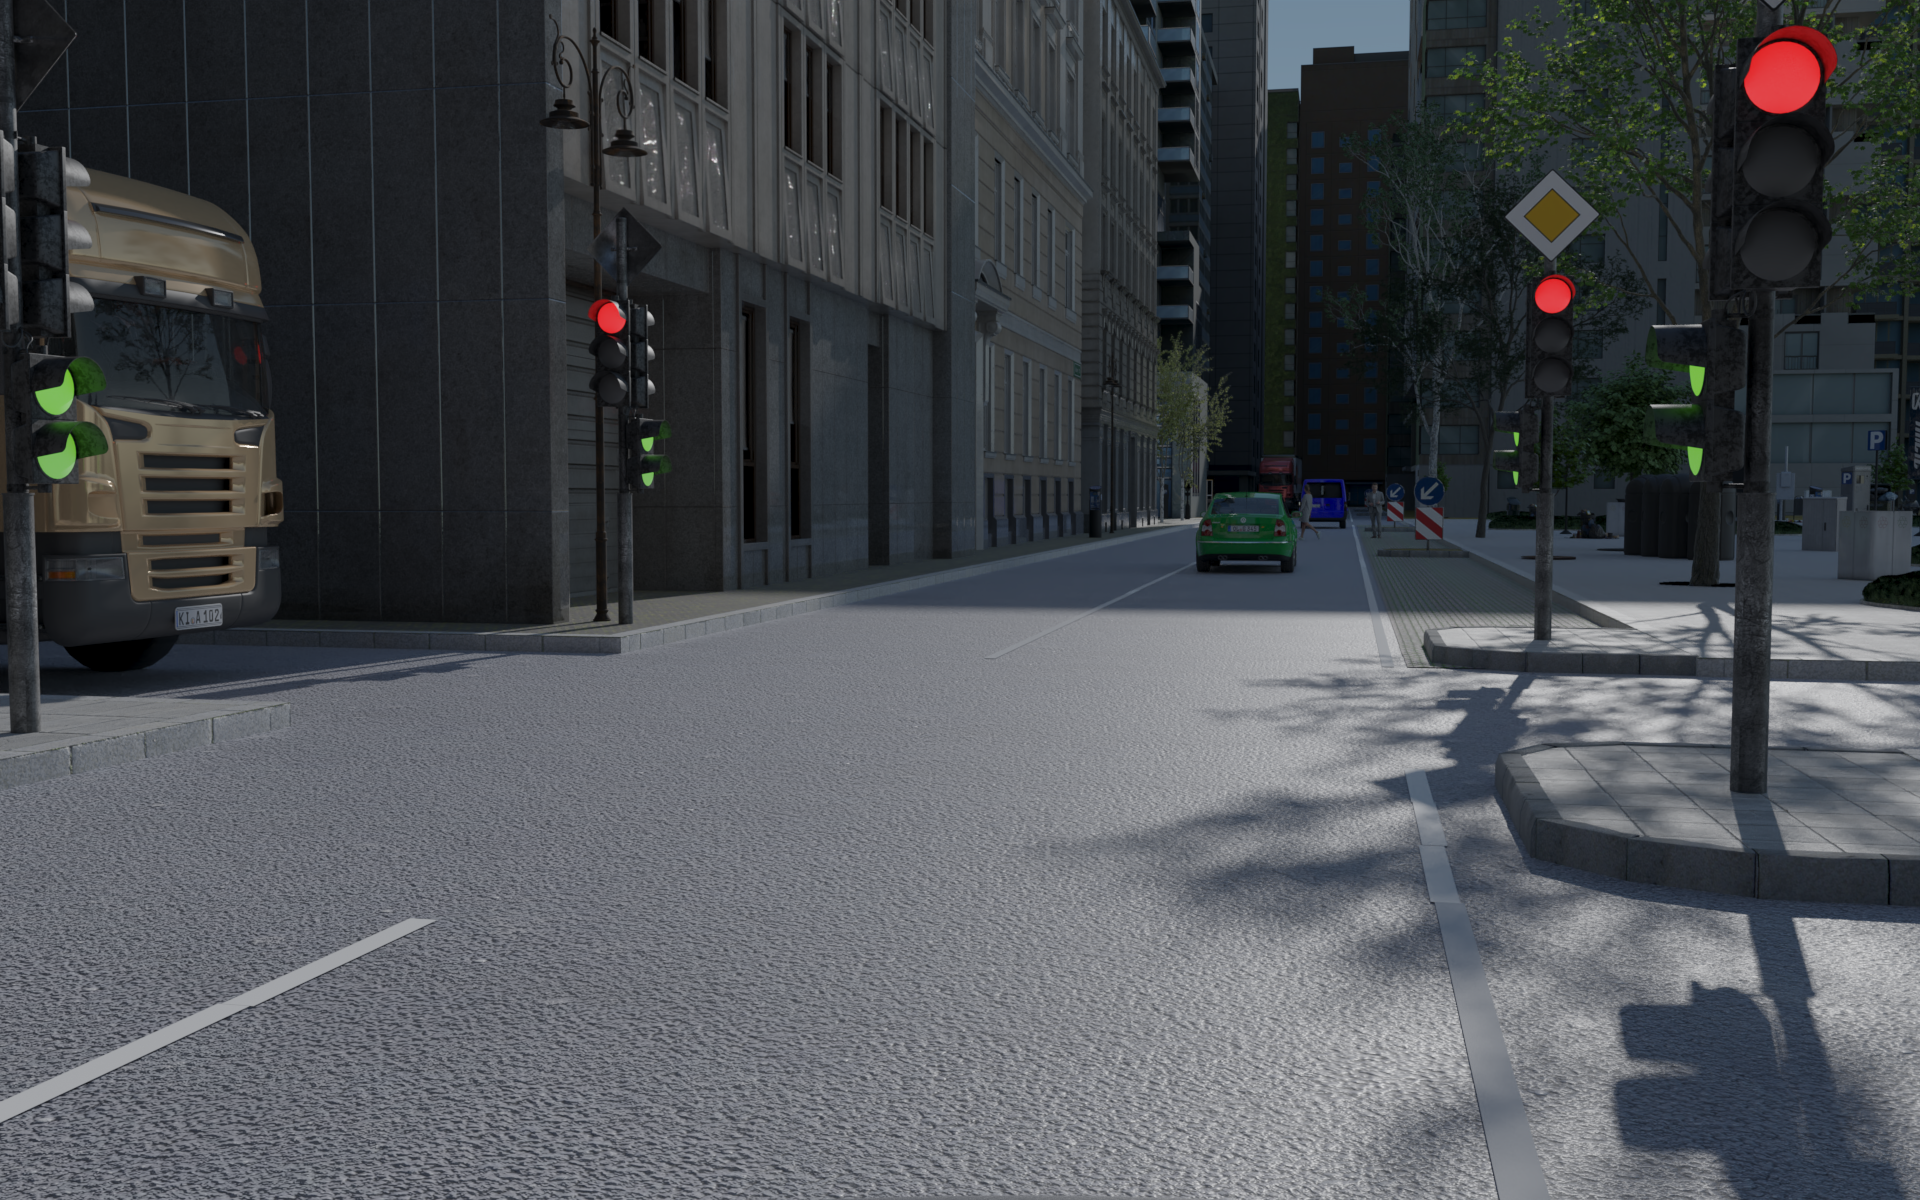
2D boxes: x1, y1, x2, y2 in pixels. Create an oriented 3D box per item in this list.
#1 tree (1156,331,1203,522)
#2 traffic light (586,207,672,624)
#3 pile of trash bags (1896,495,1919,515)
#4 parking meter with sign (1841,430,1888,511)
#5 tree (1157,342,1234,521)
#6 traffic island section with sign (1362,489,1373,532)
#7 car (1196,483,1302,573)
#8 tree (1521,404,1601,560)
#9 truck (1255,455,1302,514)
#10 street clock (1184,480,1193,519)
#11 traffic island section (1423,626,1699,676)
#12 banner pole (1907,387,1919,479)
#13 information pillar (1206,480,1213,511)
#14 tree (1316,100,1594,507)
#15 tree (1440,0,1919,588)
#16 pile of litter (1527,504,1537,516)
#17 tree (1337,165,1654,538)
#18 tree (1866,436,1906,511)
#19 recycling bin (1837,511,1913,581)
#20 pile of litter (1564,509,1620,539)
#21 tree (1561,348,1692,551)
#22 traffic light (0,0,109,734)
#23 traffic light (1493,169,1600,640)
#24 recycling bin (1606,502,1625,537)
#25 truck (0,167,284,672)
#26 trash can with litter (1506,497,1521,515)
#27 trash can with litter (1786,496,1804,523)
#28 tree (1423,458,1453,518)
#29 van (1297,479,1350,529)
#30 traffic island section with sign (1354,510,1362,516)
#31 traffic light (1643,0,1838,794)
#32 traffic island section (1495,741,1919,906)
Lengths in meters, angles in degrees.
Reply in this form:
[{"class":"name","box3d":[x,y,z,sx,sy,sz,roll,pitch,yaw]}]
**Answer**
[{"class":"tree","box3d":[8.969,-7.821,78.240,4.737,8.622,4.395,0,3,0]},{"class":"traffic light","box3d":[-3.289,-1.718,17.011,0.839,4.253,0.868,1,4,12]},{"class":"pile of trash bags","box3d":[41.937,-4.115,77.033,3.447,1.369,1.912,2,4,26]},{"class":"parking meter with sign","box3d":[24.312,-3.108,47.076,1.738,3.016,0.543,-1,4,-23]},{"class":"tree","box3d":[11.008,-8.151,83.636,4.360,8.622,3.978,0,3,0]},{"class":"traffic island section with sign","box3d":[16.477,-3.515,66.098,1.989,1.847,2.006,1,4,12]},{"class":"car","box3d":[5.520,-1.484,33.057,1.959,1.807,4.718,1,4,12]},{"class":"tree","box3d":[11.476,-2.410,33.999,1.663,3.219,1.824,0,3,0]},{"class":"truck","box3d":[23.233,-8.362,125.639,2.839,4.237,11.283,1,4,14]},{"class":"street clock","box3d":[11.510,-5.077,87.587,0.471,2.002,0.358,-2,4,-34]},{"class":"traffic island section","box3d":[5.158,0.429,15.270,2.009,0.180,2.903,1,4,12]},{"class":"banner pole","box3d":[19.849,-2.785,35.557,0.863,3.779,0.401,0,4,-1]},{"class":"information pillar","box3d":[12.810,-5.168,88.991,0.304,2.012,0.304,0,4,6]},{"class":"tree","box3d":[23.128,-13.795,81.445,12.611,20.169,13.585,0,3,0]},{"class":"tree","box3d":[10.400,-5.989,23.670,9.928,11.665,9.643,0,3,0]},{"class":"pile of litter","box3d":[25.568,-3.861,77.086,1.176,0.858,1.719,-3,5,-43]},{"class":"tree","box3d":[15.243,-7.077,50.127,8.767,10.594,7.601,0,4,0]},{"class":"tree","box3d":[31.009,-3.836,57.322,1.663,3.219,1.824,0,3,0]},{"class":"recycling bin","box3d":[13.702,-0.819,25.948,0.722,1.027,0.722,-1,4,-13]},{"class":"pile of litter","box3d":[18.259,-2.204,50.005,1.176,0.858,1.719,-1,4,-15]},{"class":"tree","box3d":[15.289,-3.389,39.119,4.285,4.588,4.351,0,3,0]},{"class":"traffic light","box3d":[-5.023,-1.241,9.216,0.839,4.253,0.868,1,4,12]},{"class":"traffic light","box3d":[5.121,-1.605,15.164,0.839,4.253,0.868,1,4,12]},{"class":"recycling bin","box3d":[20.047,-2.444,52.514,0.722,1.027,0.722,2,4,32]},{"class":"truck","box3d":[-10.398,-1.525,13.853,11.283,4.237,2.839,1,4,14]},{"class":"trash can with litter","box3d":[22.882,-3.658,71.203,0.624,1.170,1.055,0,4,-4]},{"class":"trash can with litter","box3d":[37.894,-4.064,77.507,1.678,1.210,2.233,-2,4,-35]},{"class":"tree","box3d":[25.604,-5.989,92.525,1.663,3.219,1.824,0,3,0]},{"class":"van","box3d":[15.405,-4.221,73.395,2.240,2.365,5.245,1,4,12]},{"class":"traffic island section with sign","box3d":[27.262,-6.482,114.605,1.989,1.847,2.006,1,4,12]},{"class":"traffic light","box3d":[3.387,-1.128,7.369,0.839,4.253,0.868,1,4,12]},{"class":"traffic island section","box3d":[3.424,0.906,7.474,2.009,0.180,2.903,1,4,12]}]
